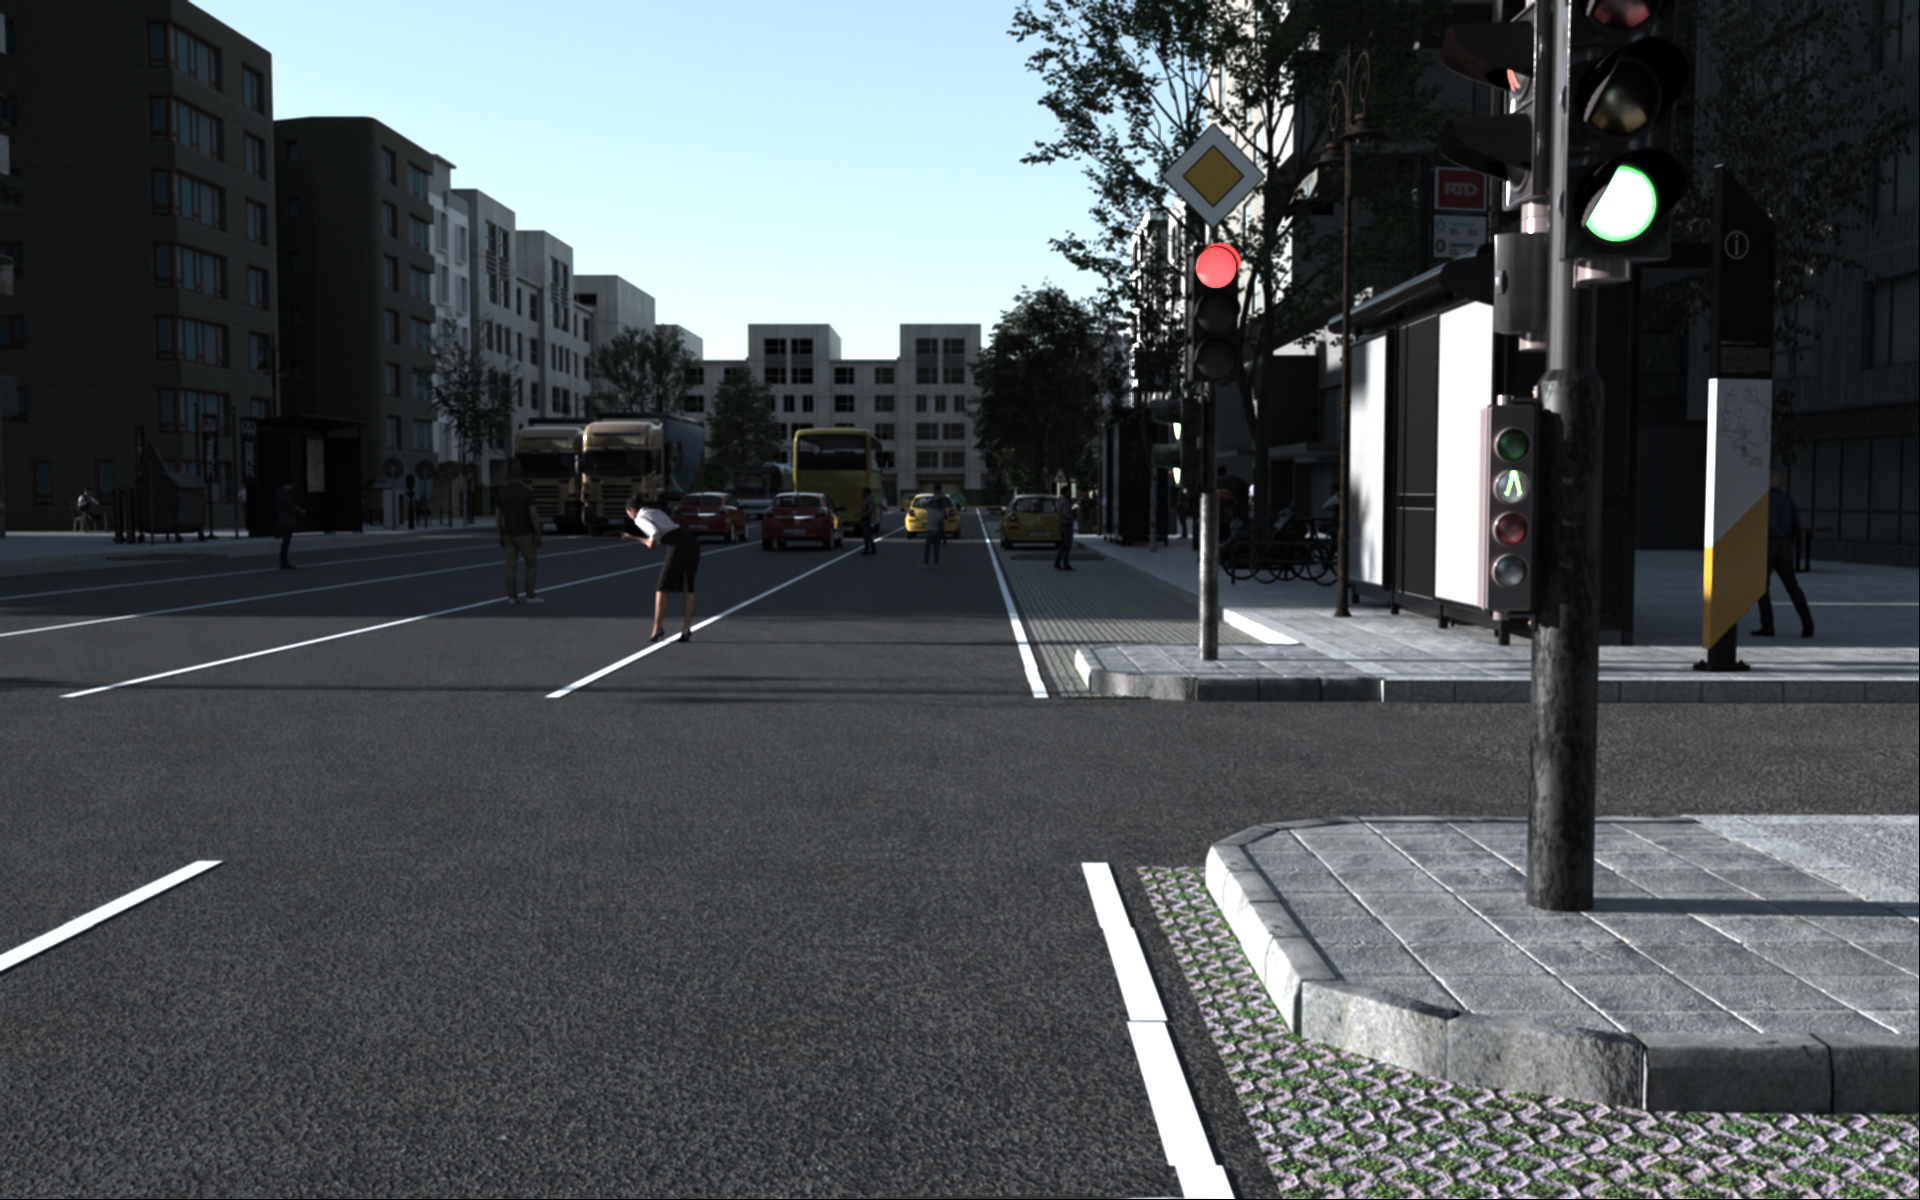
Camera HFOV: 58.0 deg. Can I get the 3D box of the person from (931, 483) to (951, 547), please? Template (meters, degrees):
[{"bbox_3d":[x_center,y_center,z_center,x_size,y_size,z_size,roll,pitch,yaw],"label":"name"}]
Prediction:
[{"bbox_3d":[-0.557,-2.310,46.988,0.376,1.734,0.841,2,4,34],"label":"person"}]

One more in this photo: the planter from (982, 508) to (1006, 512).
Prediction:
[{"bbox_3d":[2.840,-7.442,142.816,1.991,0.319,1.994,0,4,0],"label":"planter"}]

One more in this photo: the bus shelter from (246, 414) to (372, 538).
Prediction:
[{"bbox_3d":[-20.253,-3.843,54.122,1.731,3.624,6.357,0,4,0],"label":"bus shelter"}]

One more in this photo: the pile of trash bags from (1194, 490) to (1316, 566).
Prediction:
[{"bbox_3d":[5.320,-1.395,32.566,1.912,1.369,3.447,-1,4,-9],"label":"pile of trash bags"}]

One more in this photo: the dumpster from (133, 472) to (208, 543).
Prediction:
[{"bbox_3d":[-21.019,-2.469,46.130,1.264,1.857,1.865,0,4,0],"label":"dumpster"}]

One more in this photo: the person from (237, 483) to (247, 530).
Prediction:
[{"bbox_3d":[-25.760,-3.404,62.631,0.756,1.711,0.436,-1,4,-15],"label":"person"}]

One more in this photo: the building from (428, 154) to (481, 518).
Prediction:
[{"bbox_3d":[-35.592,-14.568,94.606,16.016,20.091,11.380,0,4,0],"label":"building"}]

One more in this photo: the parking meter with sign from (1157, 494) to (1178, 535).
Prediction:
[{"bbox_3d":[5.983,-3.576,54.726,1.738,3.016,0.543,0,4,-5],"label":"parking meter with sign"}]

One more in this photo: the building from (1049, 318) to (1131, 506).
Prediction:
[{"bbox_3d":[15.524,-20.272,187.874,11.380,20.091,16.016,0,4,0],"label":"building"}]

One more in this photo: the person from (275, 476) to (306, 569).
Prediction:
[{"bbox_3d":[-12.806,-1.481,33.170,0.568,1.767,0.683,-3,5,-43],"label":"person"}]

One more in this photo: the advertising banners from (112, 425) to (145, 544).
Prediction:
[{"bbox_3d":[-21.310,-2.950,44.413,2.074,3.025,0.090,3,5,43],"label":"advertising banners"}]

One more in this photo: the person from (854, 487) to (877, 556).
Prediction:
[{"bbox_3d":[-2.192,-1.824,40.278,0.435,1.587,0.963,-1,4,-20],"label":"person"}]

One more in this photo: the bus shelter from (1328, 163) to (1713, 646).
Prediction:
[{"bbox_3d":[5.392,-2.516,18.767,2.179,5.291,8.768,0,4,0],"label":"bus shelter"}]

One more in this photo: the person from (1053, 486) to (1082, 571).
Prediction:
[{"bbox_3d":[1.988,-1.326,32.135,0.435,1.587,0.963,-1,4,-15],"label":"person"}]

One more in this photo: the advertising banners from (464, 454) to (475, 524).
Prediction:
[{"bbox_3d":[-21.265,-4.814,74.896,0.090,3.025,2.074,-2,4,-27],"label":"advertising banners"}]

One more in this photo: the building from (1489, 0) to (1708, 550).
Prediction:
[{"bbox_3d":[21.465,-16.761,45.741,14.160,30.474,14.107,0,4,0],"label":"building"}]

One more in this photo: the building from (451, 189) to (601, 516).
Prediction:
[{"bbox_3d":[-36.167,-15.287,116.399,16.747,18.905,31.486,0,4,0],"label":"building"}]

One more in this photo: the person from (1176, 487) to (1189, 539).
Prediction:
[{"bbox_3d":[6.374,-2.608,49.414,0.376,1.734,0.841,1,4,14],"label":"person"}]

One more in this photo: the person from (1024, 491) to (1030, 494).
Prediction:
[{"bbox_3d":[5.944,-8.923,151.892,0.705,1.831,1.348,-3,4,-37],"label":"person"}]

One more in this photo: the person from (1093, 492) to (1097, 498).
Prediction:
[{"bbox_3d":[11.107,-8.332,142.295,0.705,1.821,1.348,1,4,17],"label":"person"}]

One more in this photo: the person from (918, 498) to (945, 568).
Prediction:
[{"bbox_3d":[-0.552,-1.292,33.535,0.435,1.345,0.340,-2,4,-32],"label":"person"}]

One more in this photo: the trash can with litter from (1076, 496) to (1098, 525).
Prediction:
[{"bbox_3d":[5.831,-3.734,72.110,2.233,1.210,1.678,1,4,17],"label":"trash can with litter"}]

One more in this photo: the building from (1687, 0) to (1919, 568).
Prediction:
[{"bbox_3d":[22.551,-21.158,29.530,14.086,41.232,14.154,0,4,0],"label":"building"}]

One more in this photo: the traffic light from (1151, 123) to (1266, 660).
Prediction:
[{"bbox_3d":[1.904,-1.491,13.306,0.839,4.253,0.868,0,4,0],"label":"traffic light"}]

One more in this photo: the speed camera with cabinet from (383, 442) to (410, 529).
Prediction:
[{"bbox_3d":[-21.236,-4.341,65.308,0.660,3.252,2.038,0,4,-5],"label":"speed camera with cabinet"}]

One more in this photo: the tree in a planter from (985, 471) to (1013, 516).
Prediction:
[{"bbox_3d":[2.653,-7.213,115.153,1.991,3.239,1.994,0,4,0],"label":"tree in a planter"}]

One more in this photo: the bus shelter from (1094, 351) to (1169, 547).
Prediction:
[{"bbox_3d":[4.773,-4.204,46.366,2.179,5.291,8.768,0,4,0],"label":"bus shelter"}]

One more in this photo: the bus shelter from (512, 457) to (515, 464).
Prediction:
[{"bbox_3d":[-20.796,-5.655,86.376,2.014,3.302,5.546,0,4,0],"label":"bus shelter"}]

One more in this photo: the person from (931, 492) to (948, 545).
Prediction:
[{"bbox_3d":[-0.585,-2.339,49.010,0.482,1.546,0.388,0,4,-7],"label":"person"}]

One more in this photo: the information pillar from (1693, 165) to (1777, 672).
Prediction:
[{"bbox_3d":[5.617,-1.294,12.506,0.504,3.616,0.183,-1,4,-15],"label":"information pillar"}]

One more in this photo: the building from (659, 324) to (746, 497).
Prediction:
[{"bbox_3d":[-37.665,-19.729,189.021,31.486,18.905,16.747,0,4,0],"label":"building"}]

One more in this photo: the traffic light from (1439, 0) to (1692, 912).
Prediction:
[{"bbox_3d":[-0.244,-1.867,5.194,4.771,5.953,1.251,0,4,0],"label":"traffic light"}]

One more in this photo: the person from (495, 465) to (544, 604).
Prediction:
[{"bbox_3d":[-5.758,-0.860,22.689,0.598,1.807,0.434,1,4,19],"label":"person"}]

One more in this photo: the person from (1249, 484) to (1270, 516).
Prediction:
[{"bbox_3d":[9.082,-2.840,52.343,0.599,1.838,0.709,-3,5,-41],"label":"person"}]

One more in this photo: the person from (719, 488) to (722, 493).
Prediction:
[{"bbox_3d":[-16.339,-6.712,118.230,0.705,1.826,1.348,-1,4,-19],"label":"person"}]

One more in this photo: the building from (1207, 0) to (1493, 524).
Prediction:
[{"bbox_3d":[25.757,-29.636,73.779,28.713,52.752,27.495,0,4,0],"label":"building"}]

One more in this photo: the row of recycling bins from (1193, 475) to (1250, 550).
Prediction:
[{"bbox_3d":[5.829,-1.921,38.522,1.069,1.692,3.534,0,4,1],"label":"row of recycling bins"}]

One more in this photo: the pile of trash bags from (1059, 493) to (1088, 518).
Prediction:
[{"bbox_3d":[5.648,-4.560,84.313,1.912,1.369,3.447,-1,4,-10],"label":"pile of trash bags"}]

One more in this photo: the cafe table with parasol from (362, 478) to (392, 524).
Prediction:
[{"bbox_3d":[-24.860,-4.223,73.905,2.610,1.966,2.610,0,4,3],"label":"cafe table with parasol"}]

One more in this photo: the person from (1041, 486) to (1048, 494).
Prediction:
[{"bbox_3d":[6.243,-7.524,128.698,1.348,1.869,0.705,2,4,23],"label":"person"}]

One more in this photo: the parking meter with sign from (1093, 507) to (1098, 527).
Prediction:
[{"bbox_3d":[5.254,-3.712,56.946,1.738,3.016,0.543,1,4,14],"label":"parking meter with sign"}]

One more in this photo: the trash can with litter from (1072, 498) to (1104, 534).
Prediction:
[{"bbox_3d":[4.176,-2.705,55.617,1.055,1.170,0.624,-3,4,-37],"label":"trash can with litter"}]

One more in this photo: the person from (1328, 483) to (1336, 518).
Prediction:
[{"bbox_3d":[10.140,-2.382,47.051,0.319,1.574,0.516,2,4,25],"label":"person"}]

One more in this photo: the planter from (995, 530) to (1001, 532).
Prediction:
[{"bbox_3d":[2.306,-2.685,65.035,1.991,0.319,1.994,0,4,0],"label":"planter"}]

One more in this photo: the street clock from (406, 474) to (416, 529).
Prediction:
[{"bbox_3d":[-20.041,-3.587,63.218,0.358,2.002,0.471,0,4,-6],"label":"street clock"}]

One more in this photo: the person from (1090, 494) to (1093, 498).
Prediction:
[{"bbox_3d":[12.184,-9.278,157.874,0.705,1.807,1.348,2,4,23],"label":"person"}]

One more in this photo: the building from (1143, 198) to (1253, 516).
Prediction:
[{"bbox_3d":[21.330,-14.771,107.970,16.747,18.905,31.486,0,4,0],"label":"building"}]

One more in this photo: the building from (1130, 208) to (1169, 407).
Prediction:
[{"bbox_3d":[27.502,-18.116,140.164,27.936,21.610,32.646,0,4,0],"label":"building"}]

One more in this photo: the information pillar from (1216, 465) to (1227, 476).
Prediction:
[{"bbox_3d":[6.640,-2.445,44.463,0.304,2.012,0.304,-1,4,-21],"label":"information pillar"}]

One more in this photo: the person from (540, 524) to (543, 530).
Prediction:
[{"bbox_3d":[-16.484,-3.591,67.882,0.551,1.740,0.621,-1,4,-9],"label":"person"}]

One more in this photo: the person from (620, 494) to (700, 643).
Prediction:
[{"bbox_3d":[-2.920,-0.314,16.824,0.799,1.438,0.628,0,4,-5],"label":"person"}]

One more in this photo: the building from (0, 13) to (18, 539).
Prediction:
[{"bbox_3d":[-37.221,-25.452,35.757,23.786,49.044,30.456,0,4,0],"label":"building"}]

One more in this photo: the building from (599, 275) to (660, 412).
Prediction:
[{"bbox_3d":[-43.261,-17.244,148.400,31.486,18.905,16.747,0,4,0],"label":"building"}]

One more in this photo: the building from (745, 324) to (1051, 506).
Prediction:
[{"bbox_3d":[-6.184,-19.686,188.320,31.486,18.905,16.747,0,4,0],"label":"building"}]

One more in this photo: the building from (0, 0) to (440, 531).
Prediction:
[{"bbox_3d":[-40.733,-14.018,74.230,27.650,21.520,28.899,0,4,0],"label":"building"}]
